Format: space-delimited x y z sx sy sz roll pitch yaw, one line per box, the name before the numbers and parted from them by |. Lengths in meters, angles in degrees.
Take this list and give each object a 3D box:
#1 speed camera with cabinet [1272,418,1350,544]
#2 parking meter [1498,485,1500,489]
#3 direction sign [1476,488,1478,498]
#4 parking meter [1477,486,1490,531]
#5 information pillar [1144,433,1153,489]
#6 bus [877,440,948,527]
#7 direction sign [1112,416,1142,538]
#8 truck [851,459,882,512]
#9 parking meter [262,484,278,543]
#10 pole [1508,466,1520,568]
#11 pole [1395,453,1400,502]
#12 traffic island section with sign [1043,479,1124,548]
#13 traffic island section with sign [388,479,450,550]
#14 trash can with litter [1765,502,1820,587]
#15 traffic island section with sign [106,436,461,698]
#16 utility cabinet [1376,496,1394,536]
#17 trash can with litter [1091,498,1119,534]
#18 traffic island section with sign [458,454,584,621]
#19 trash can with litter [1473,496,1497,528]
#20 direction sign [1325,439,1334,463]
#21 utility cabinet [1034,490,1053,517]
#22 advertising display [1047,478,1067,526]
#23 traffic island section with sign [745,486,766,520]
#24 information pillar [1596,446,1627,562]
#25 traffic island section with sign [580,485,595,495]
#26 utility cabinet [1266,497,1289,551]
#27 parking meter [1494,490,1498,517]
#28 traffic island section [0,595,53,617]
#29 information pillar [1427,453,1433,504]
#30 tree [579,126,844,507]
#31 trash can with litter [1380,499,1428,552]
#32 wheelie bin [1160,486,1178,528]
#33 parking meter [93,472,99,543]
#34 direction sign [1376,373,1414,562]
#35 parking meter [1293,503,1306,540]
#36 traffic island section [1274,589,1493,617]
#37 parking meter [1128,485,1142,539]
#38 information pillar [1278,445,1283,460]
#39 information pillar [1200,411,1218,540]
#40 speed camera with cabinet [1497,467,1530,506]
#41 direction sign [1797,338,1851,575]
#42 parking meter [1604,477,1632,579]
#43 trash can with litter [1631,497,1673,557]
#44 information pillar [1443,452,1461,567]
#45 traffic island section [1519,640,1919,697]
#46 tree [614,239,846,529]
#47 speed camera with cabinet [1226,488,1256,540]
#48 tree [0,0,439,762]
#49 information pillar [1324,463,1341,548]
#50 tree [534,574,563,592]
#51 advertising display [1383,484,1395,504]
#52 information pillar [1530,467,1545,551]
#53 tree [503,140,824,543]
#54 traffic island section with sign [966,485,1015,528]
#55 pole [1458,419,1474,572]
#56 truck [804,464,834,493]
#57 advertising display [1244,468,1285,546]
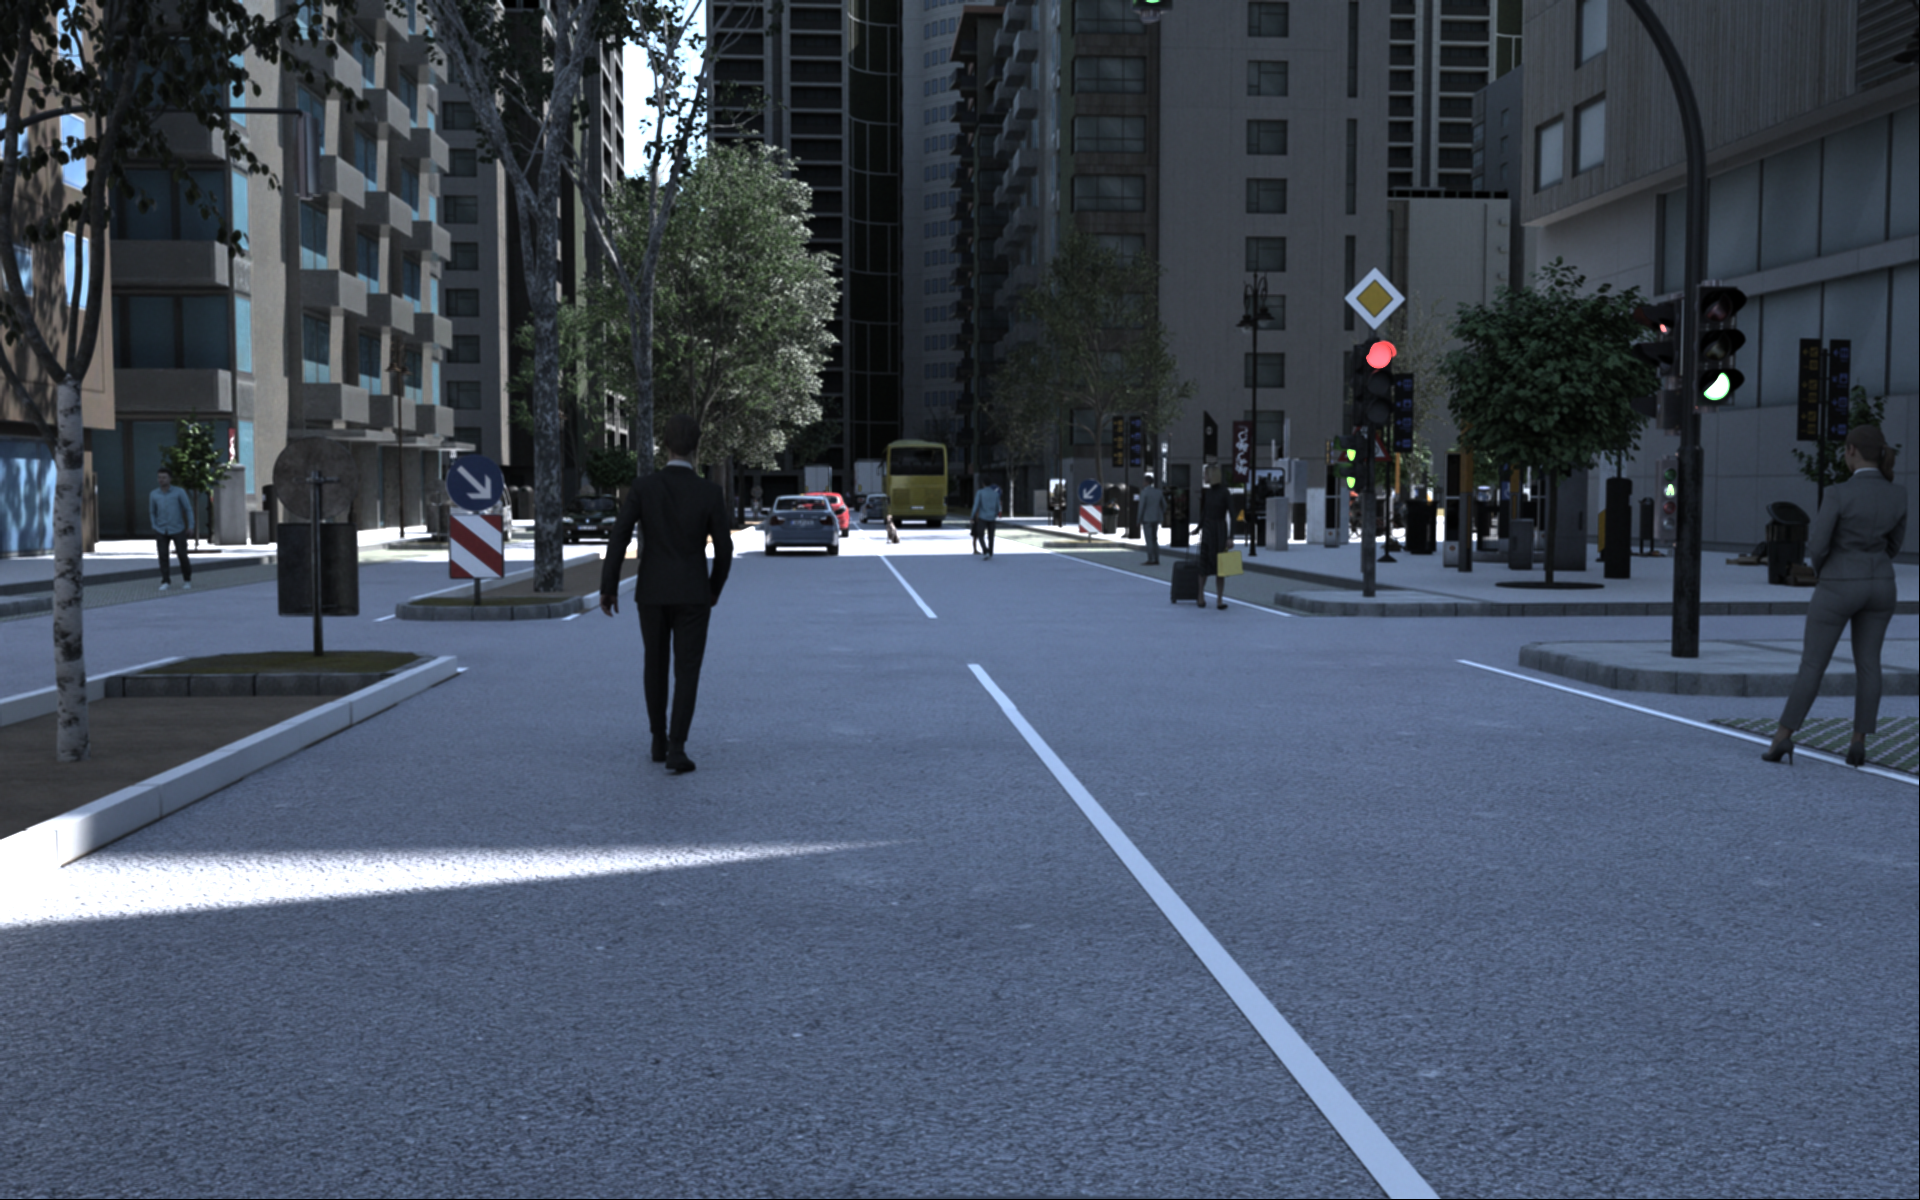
speed camera with cabinet | 9.107 -3.087 44.803 0.660 3.252 2.038 -3 5 -40
parking meter | 30.051 -5.525 96.044 0.399 1.863 0.255 -2 4 -23
direction sign | 24.556 -5.518 82.220 0.876 3.537 0.379 2 4 33
parking meter | 15.859 -2.694 52.455 0.372 1.533 0.369 0 3 0
information pillar | 7.299 -4.629 67.037 0.183 3.616 0.504 3 5 41
bus | -2.158 -5.259 77.526 2.896 3.916 12.252 0 4 -4
direction sign | 4.852 -3.572 50.394 0.876 3.537 0.379 2 4 25
truck | -7.500 -9.450 143.413 2.839 4.237 11.283 0 4 -5
parking meter | -18.076 -2.262 45.399 0.372 1.533 0.369 0 3 0
pole | 9.599 -2.208 29.942 0.158 3.312 0.155 0 3 0
pole | 17.335 -4.575 68.638 0.158 3.312 0.155 0 3 0
traffic island section with sign | 3.272 -2.313 46.441 1.989 1.847 2.006 0 4 -4
traffic island section with sign | -13.652 -2.232 45.119 1.989 1.847 2.006 0 4 -4
trash can with litter | 11.790 -0.794 24.369 0.624 1.170 1.055 0 4 0
traffic island section with sign | -5.053 -0.305 13.116 2.006 1.907 1.989 0 4 -4
utility cabinet | 13.086 -2.620 53.999 0.306 1.237 1.020 -1 4 -23
trash can with litter | 4.518 -2.671 55.052 1.055 1.170 0.624 0 4 1
traffic island section with sign | -5.597 -0.756 20.503 2.006 1.907 1.989 0 4 -4
trash can with litter | 20.687 -3.338 65.629 2.233 1.210 1.678 3 5 42
direction sign | 15.269 -4.871 71.637 0.379 3.537 0.876 2 4 31
utility cabinet | 4.693 -5.335 95.899 1.173 1.500 0.318 -1 4 -16
advertising display | 3.901 -3.943 69.675 0.974 1.923 0.123 -3 5 -41
traffic island section with sign | -11.229 -5.339 95.431 2.006 1.907 1.989 0 4 -4
information pillar | 12.297 -2.526 32.653 0.504 3.616 0.183 1 4 19
traffic island section with sign | -15.768 -3.959 73.353 1.989 1.847 2.006 0 4 -4
utility cabinet | 7.198 -1.726 39.379 0.306 1.237 1.020 0 4 -3
parking meter | 30.647 -5.532 98.856 0.372 1.533 0.369 0 3 0
traffic island section | -12.110 0.117 20.361 2.009 0.180 2.903 0 4 -4
information pillar | 26.651 -6.538 98.248 0.504 3.616 0.183 -3 5 -39
tree | -8.594 -9.288 60.977 9.857 13.997 8.962 0 3 0
trash can with litter | 9.959 -1.666 38.627 1.055 1.170 0.624 0 4 -7
wheelie bin | 7.928 -3.502 65.171 0.980 1.594 0.693 3 5 39
parking meter | -22.681 -2.416 45.219 0.255 1.863 0.399 -1 4 -15
direction sign | 8.065 -2.484 32.618 0.876 3.537 0.379 1 4 19
parking meter | 9.406 -2.584 47.958 0.255 1.863 0.399 0 4 -6
traffic island section | 5.134 0.039 21.646 2.009 0.180 2.903 0 4 -4
parking meter | 4.979 -2.502 49.322 0.372 1.533 0.369 0 3 0
information pillar | 13.956 -5.101 74.758 0.504 3.616 0.183 0 4 6
information pillar | 7.036 -3.512 48.780 0.504 3.616 0.183 -3 4 -36
speed camera with cabinet | 17.751 -3.666 54.278 2.038 3.252 0.660 -2 4 -32
direction sign | 12.644 -2.044 25.409 0.876 3.537 0.379 -1 4 -16
parking meter | 10.016 -1.098 26.357 0.372 1.533 0.369 0 3 0
trash can with litter | 14.242 -1.529 36.055 1.678 1.210 2.233 0 4 -2
information pillar | 8.648 -1.583 30.373 0.304 2.012 0.304 1 4 16
traffic island section | 5.731 0.526 13.683 2.009 0.180 2.903 0 4 -4
tree | -9.509 -9.271 71.045 9.611 12.733 9.660 0 3 0
speed camera with cabinet | 8.525 -3.343 48.997 2.038 3.252 0.660 0 4 3
tree | -4.782 -3.452 9.253 4.360 8.622 3.978 0 3 0
information pillar | 8.937 -2.266 41.537 0.304 2.012 0.304 2 4 29
tree | -7.290 -10.222 25.480 12.611 20.169 13.585 0 3 0
advertising display | 24.229 -5.656 97.688 0.974 1.923 0.123 1 4 10
information pillar | 13.047 -2.111 39.010 0.304 2.012 0.304 -2 4 -23
tree | -7.705 -7.464 50.243 9.928 11.665 9.643 0 3 0
traffic island section with sign | 1.261 -3.957 73.321 1.989 1.847 2.006 0 4 -4
pole | 8.326 -2.117 28.452 0.158 3.312 0.155 0 3 0
truck | -13.687 -10.915 167.371 2.839 4.237 11.283 0 4 -3
advertising display | 7.439 -2.273 42.376 0.974 1.923 0.123 0 4 2
